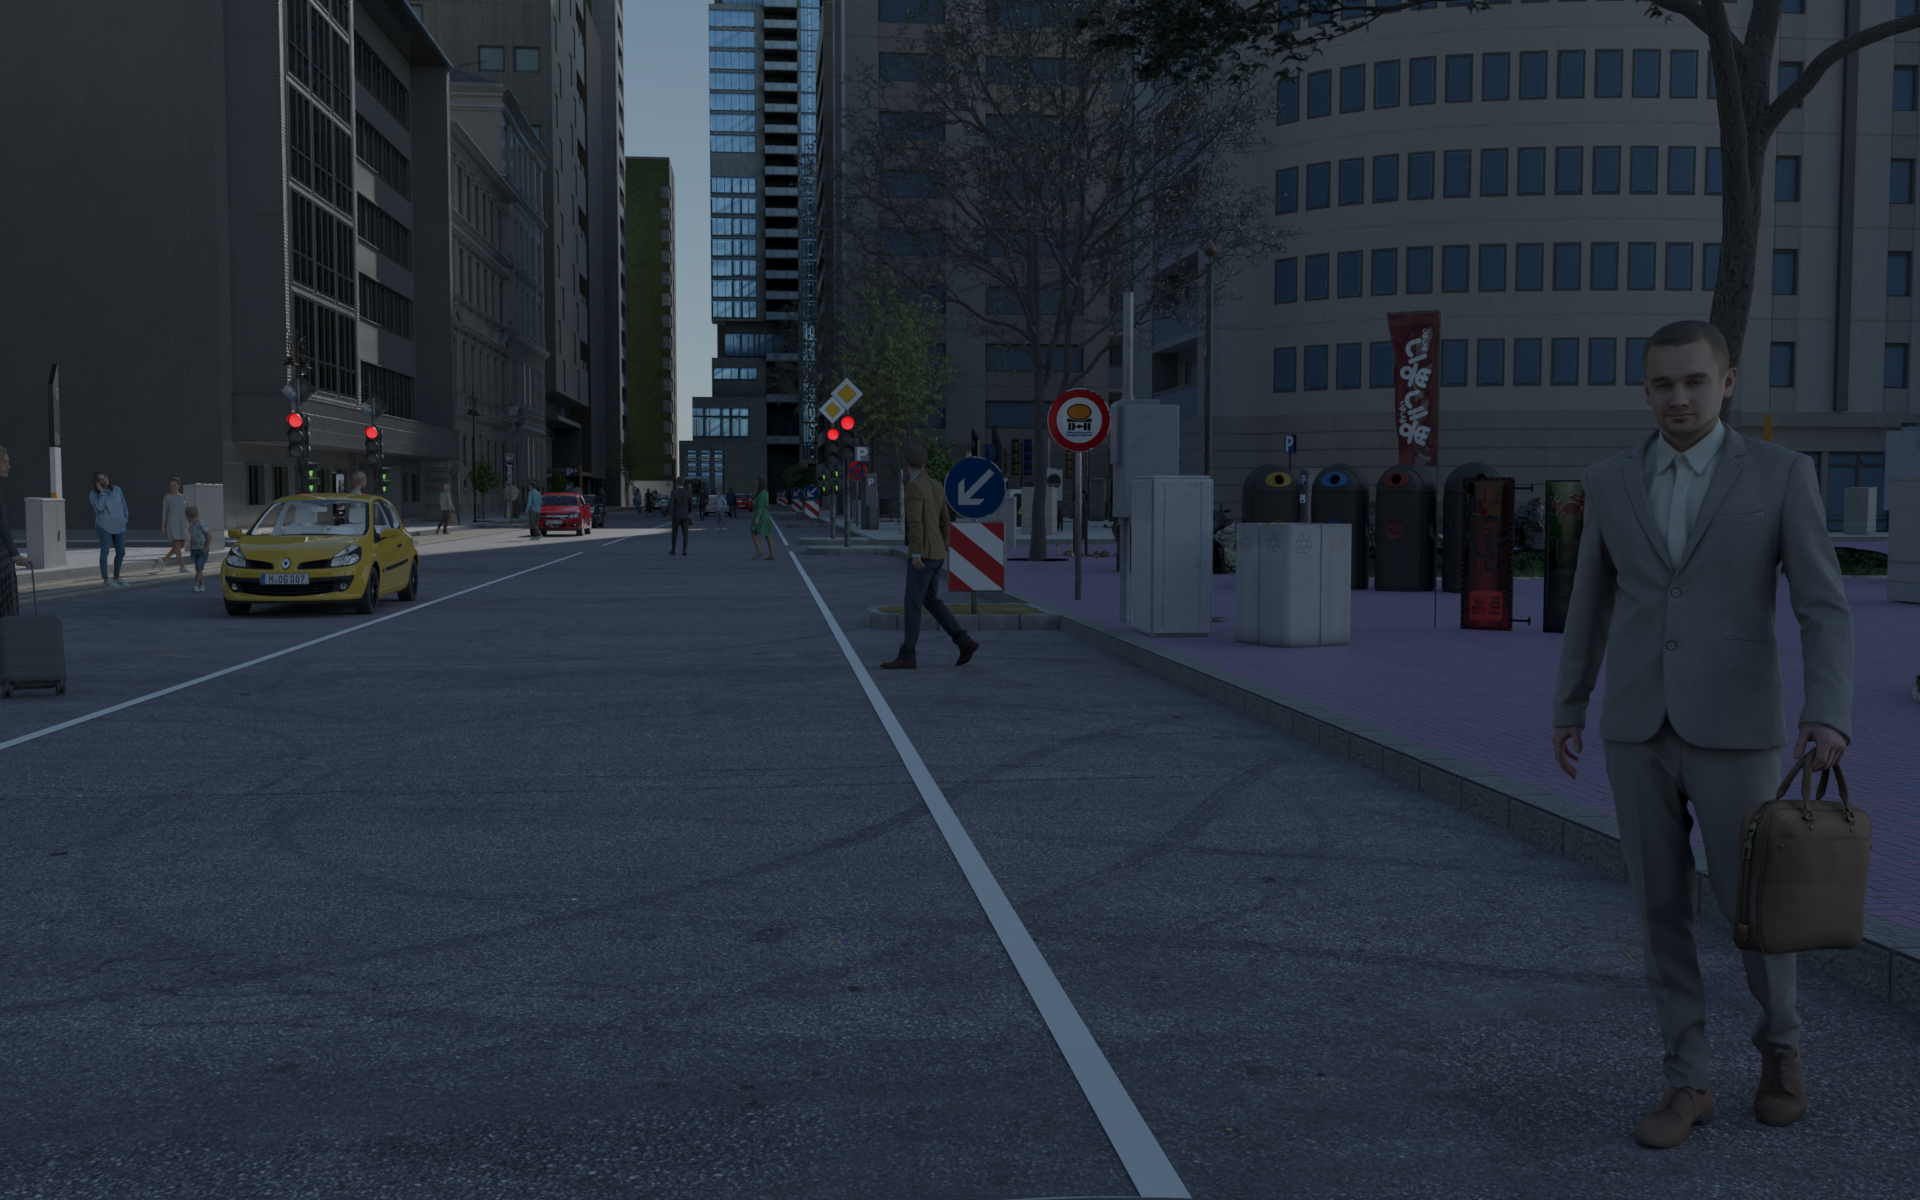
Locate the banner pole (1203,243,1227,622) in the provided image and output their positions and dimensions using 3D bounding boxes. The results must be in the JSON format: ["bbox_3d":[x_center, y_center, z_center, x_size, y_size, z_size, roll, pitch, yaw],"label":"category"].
[{"bbox_3d":[2.513,-1.689,17.628,0.401,3.779,0.863,0,4,4],"label":"banner pole"}]

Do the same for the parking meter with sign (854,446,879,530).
[{"bbox_3d":[-3.323,-4.057,62.591,0.543,3.016,1.738,-1,4,-19],"label":"parking meter with sign"}]

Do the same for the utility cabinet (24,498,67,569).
[{"bbox_3d":[-15.854,-1.156,30.060,0.306,1.237,1.020,0,4,-7],"label":"utility cabinet"}]

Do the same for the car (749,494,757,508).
[{"bbox_3d":[-19.393,-9.336,162.867,2.015,1.641,3.980,0,4,-7],"label":"car"}]

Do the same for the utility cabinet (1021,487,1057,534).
[{"bbox_3d":[2.504,-2.811,54.641,1.173,1.500,0.318,3,4,38],"label":"utility cabinet"}]

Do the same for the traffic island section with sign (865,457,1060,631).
[{"bbox_3d":[-0.031,-0.641,19.105,1.989,1.847,2.006,0,4,-7],"label":"traffic island section with sign"}]

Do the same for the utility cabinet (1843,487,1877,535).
[{"bbox_3d":[28.184,-2.788,54.257,0.318,1.500,1.173,0,4,-7],"label":"utility cabinet"}]

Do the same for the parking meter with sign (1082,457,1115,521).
[{"bbox_3d":[6.453,-5.194,81.187,1.738,3.016,0.543,-1,4,-10],"label":"parking meter with sign"}]

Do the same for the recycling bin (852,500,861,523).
[{"bbox_3d":[-4.308,-3.874,75.902,0.722,1.027,0.722,-1,4,-20],"label":"recycling bin"}]

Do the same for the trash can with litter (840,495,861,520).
[{"bbox_3d":[-5.374,-4.696,87.837,2.233,1.210,1.678,-3,5,-44],"label":"trash can with litter"}]

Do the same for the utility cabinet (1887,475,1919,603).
[{"bbox_3d":[11.248,-0.698,20.094,0.318,1.500,1.173,0,4,-1],"label":"utility cabinet"}]

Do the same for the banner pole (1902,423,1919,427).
[{"bbox_3d":[29.406,-3.874,53.359,0.863,3.779,0.401,3,5,41],"label":"banner pole"}]

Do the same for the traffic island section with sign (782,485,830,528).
[{"bbox_3d":[-6.491,-4.018,74.321,1.989,1.847,2.006,0,4,-7],"label":"traffic island section with sign"}]

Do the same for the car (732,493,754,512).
[{"bbox_3d":[-17.442,-7.891,138.056,2.155,1.783,4.494,0,4,-8],"label":"car"}]

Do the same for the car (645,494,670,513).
[{"bbox_3d":[-23.221,-7.440,133.447,2.131,1.459,4.920,0,4,-6],"label":"car"}]

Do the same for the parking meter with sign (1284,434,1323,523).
[{"bbox_3d":[10.430,-3.346,50.973,1.738,3.016,0.543,-1,4,-20],"label":"parking meter with sign"}]

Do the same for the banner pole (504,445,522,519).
[{"bbox_3d":[-22.880,-6.032,88.633,0.863,3.779,0.401,-1,4,-21],"label":"banner pole"}]

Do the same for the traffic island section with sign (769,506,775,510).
[{"bbox_3d":[-15.509,-8.721,151.208,1.989,1.847,2.006,0,4,-7],"label":"traffic island section with sign"}]

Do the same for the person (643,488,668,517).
[{"bbox_3d":[-19.412,-6.196,110.020,1.509,1.804,0.699,1,4,14],"label":"person"}]

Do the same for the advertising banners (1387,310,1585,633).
[{"bbox_3d":[4.993,-1.227,16.250,2.074,3.025,0.090,2,4,33],"label":"advertising banners"}]

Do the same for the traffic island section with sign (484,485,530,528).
[{"bbox_3d":[-18.874,-3.930,72.884,1.989,1.847,2.006,0,4,-7],"label":"traffic island section with sign"}]

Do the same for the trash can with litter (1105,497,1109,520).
[{"bbox_3d":[7.455,-4.569,86.097,1.055,1.170,0.624,3,4,36],"label":"trash can with litter"}]

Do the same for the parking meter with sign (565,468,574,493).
[{"bbox_3d":[-25.859,-7.232,114.497,0.543,3.016,1.738,0,4,-8],"label":"parking meter with sign"}]

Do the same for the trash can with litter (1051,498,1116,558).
[{"bbox_3d":[2.566,-1.500,35.588,1.678,1.210,2.233,-2,4,-25],"label":"trash can with litter"}]

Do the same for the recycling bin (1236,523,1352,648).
[{"bbox_3d":[2.855,-0.140,14.850,0.722,1.027,0.722,-2,4,-28],"label":"recycling bin"}]

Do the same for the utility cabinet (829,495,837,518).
[{"bbox_3d":[-6.754,-4.964,92.327,0.306,1.237,1.020,-1,4,-11],"label":"utility cabinet"}]

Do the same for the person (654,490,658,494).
[{"bbox_3d":[-29.268,-9.677,166.659,1.348,1.831,0.705,1,4,21],"label":"person"}]

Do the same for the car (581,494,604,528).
[{"bbox_3d":[-16.234,-3.927,73.994,2.009,1.686,4.222,0,4,-6],"label":"car"}]

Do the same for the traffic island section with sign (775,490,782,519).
[{"bbox_3d":[-9.642,-5.655,101.092,1.989,1.847,2.006,0,4,-7],"label":"traffic island section with sign"}]

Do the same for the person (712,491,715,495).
[{"bbox_3d":[-27.369,-11.263,192.607,0.705,1.831,1.348,-1,4,-10],"label":"person"}]

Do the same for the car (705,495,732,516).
[{"bbox_3d":[-15.855,-6.179,113.380,2.083,1.381,4.827,0,4,-6],"label":"car"}]

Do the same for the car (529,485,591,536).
[{"bbox_3d":[-13.913,-3.140,60.382,2.155,1.783,4.494,0,4,-7],"label":"car"}]

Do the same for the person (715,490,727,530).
[{"bbox_3d":[-9.542,-3.579,68.834,0.589,1.601,0.330,3,5,40],"label":"person"}]

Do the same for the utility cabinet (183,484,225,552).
[{"bbox_3d":[-16.795,-1.821,38.451,0.318,1.500,1.173,0,4,5],"label":"utility cabinet"}]

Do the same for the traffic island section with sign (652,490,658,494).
[{"bbox_3d":[-31.006,-10.255,176.289,1.989,1.847,2.006,0,4,-7],"label":"traffic island section with sign"}]

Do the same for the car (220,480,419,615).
[{"bbox_3d":[-7.981,-0.706,21.774,2.015,1.641,3.980,0,4,-7],"label":"car"}]

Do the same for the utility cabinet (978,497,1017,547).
[{"bbox_3d":[0.834,-1.874,41.800,1.020,1.237,0.306,1,4,15],"label":"utility cabinet"}]

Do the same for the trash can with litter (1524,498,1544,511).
[{"bbox_3d":[16.964,-2.490,52.096,1.055,1.170,0.624,0,4,-7],"label":"trash can with litter"}]

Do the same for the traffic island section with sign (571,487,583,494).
[{"bbox_3d":[-22.046,-5.580,99.860,1.989,1.847,2.006,0,4,-7],"label":"traffic island section with sign"}]

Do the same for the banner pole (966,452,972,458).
[{"bbox_3d":[0.556,-6.124,90.148,0.401,3.779,0.863,3,5,39],"label":"banner pole"}]

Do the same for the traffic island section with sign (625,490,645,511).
[{"bbox_3d":[-27.871,-8.617,149.516,1.989,1.847,2.006,0,4,-7],"label":"traffic island section with sign"}]

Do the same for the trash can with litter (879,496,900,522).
[{"bbox_3d":[-3.008,-4.176,79.339,2.233,1.210,1.678,-1,4,-12],"label":"trash can with litter"}]
